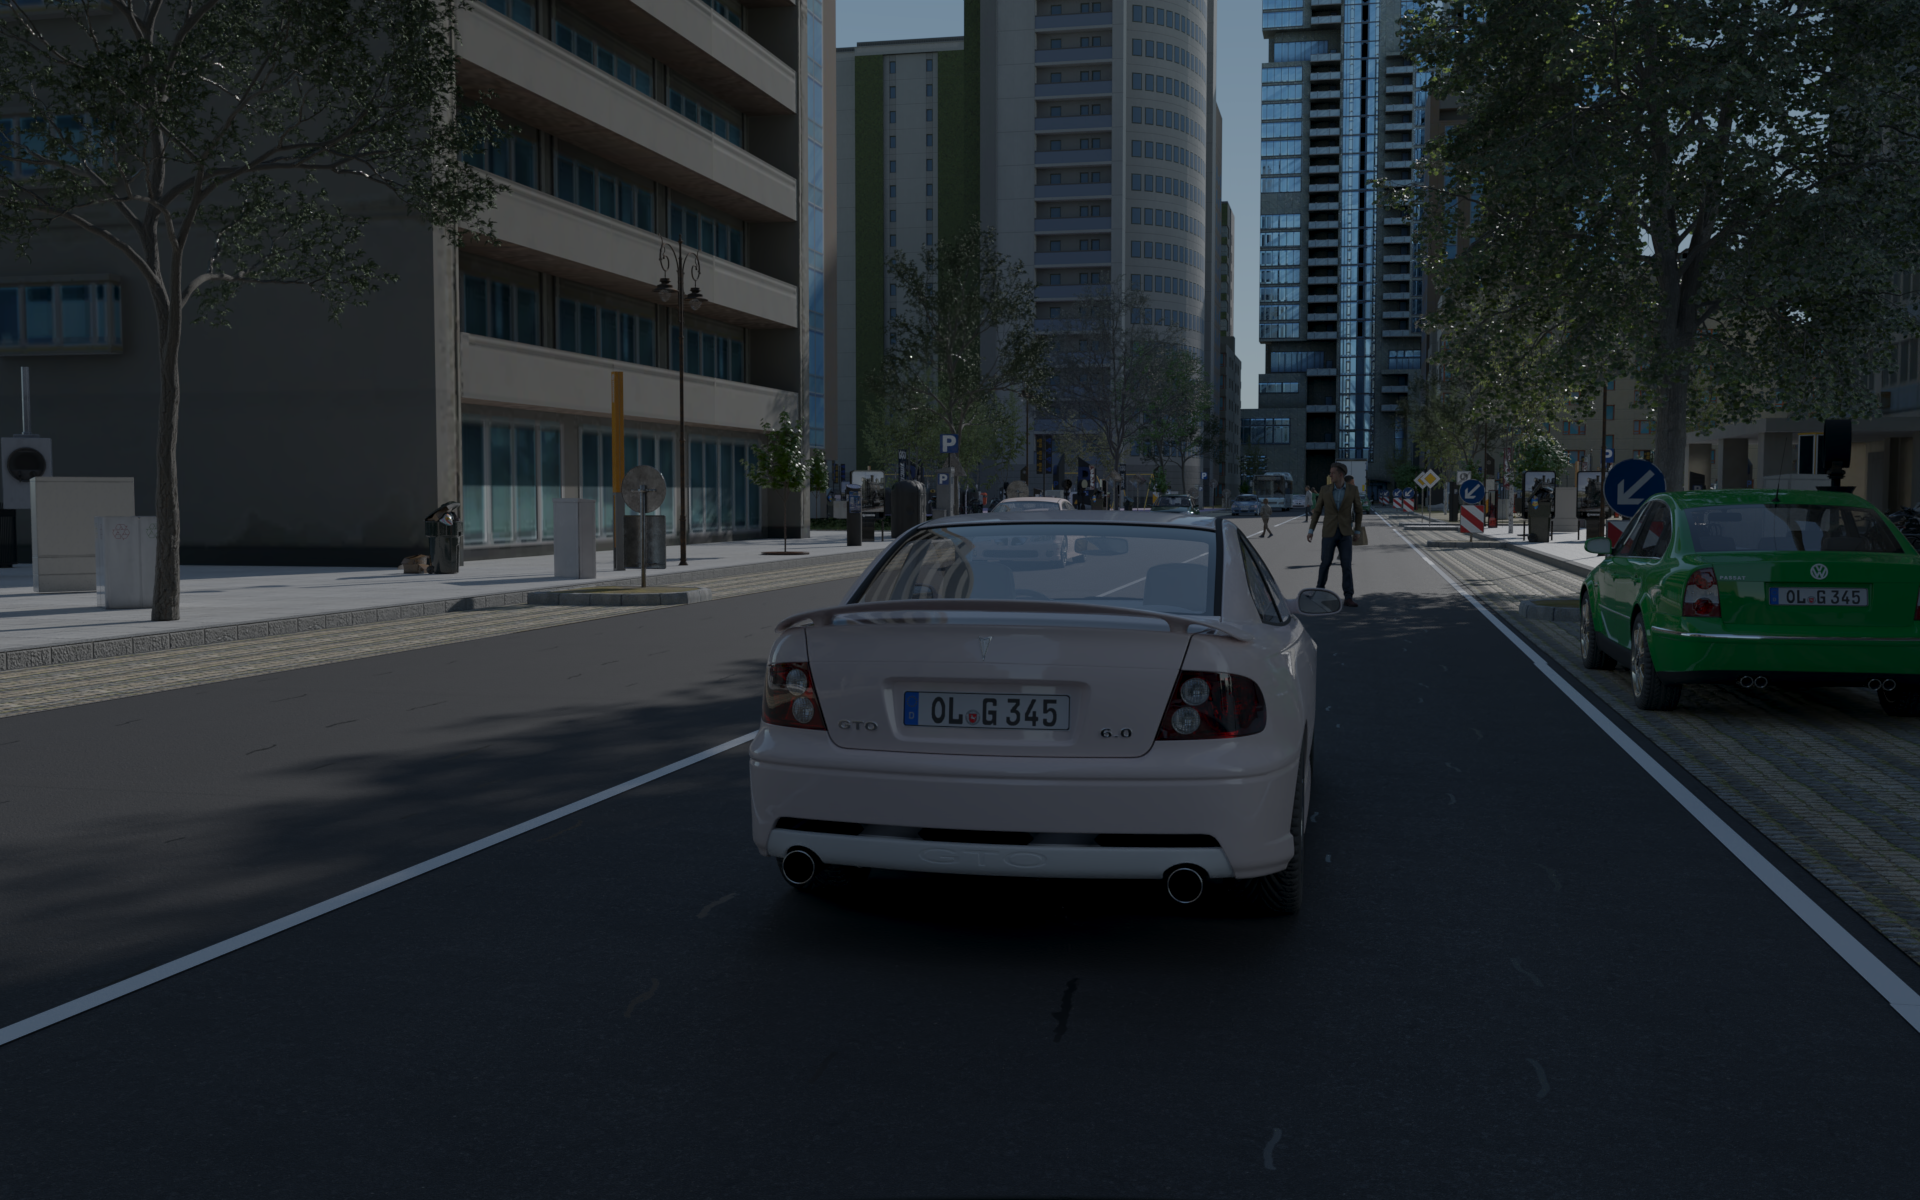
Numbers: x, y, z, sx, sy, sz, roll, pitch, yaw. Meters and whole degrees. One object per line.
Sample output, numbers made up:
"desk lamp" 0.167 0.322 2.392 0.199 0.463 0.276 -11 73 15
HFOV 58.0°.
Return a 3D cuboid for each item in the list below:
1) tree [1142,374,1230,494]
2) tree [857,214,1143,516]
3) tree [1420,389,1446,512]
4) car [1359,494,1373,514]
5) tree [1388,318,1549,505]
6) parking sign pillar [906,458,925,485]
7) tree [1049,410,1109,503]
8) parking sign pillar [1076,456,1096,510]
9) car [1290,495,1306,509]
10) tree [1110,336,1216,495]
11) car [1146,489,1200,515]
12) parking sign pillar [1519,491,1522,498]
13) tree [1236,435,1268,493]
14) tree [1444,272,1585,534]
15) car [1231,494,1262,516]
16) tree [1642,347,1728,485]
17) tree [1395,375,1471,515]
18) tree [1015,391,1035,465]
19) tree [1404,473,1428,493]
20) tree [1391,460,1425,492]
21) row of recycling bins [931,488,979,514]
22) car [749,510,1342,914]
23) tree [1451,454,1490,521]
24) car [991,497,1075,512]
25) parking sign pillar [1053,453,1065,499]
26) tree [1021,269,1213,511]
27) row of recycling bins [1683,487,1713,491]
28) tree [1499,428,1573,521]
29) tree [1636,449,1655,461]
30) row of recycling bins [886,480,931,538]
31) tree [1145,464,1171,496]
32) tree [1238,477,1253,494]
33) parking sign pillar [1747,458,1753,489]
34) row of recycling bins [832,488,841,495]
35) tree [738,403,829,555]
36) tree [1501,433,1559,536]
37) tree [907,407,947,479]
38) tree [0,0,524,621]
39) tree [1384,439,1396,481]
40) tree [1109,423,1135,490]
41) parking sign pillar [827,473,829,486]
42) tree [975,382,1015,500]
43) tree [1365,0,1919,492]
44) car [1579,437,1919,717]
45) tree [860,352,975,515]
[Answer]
"tree" 15.701 -11.532 122.967 7.601 10.594 8.767 1 4 17
"tree" 0.113 -7.497 56.988 7.601 10.594 8.767 -3 4 -36
"tree" 33.956 -10.398 120.369 4.360 8.622 3.978 0 3 0
"car" 28.256 -6.812 123.172 2.131 1.459 4.920 1 4 14
"tree" 27.134 -9.675 92.604 8.767 10.594 7.601 1 4 17
"parking sign pillar" -3.366 -8.762 131.737 1.447 3.967 1.447 1 4 22
"tree" 9.111 -11.680 141.338 4.360 8.622 3.978 0 3 0
"parking sign pillar" 9.049 -8.276 123.789 1.447 3.967 1.447 1 4 17
"car" 32.336 -9.341 165.093 2.083 1.381 4.827 1 4 13
"tree" 13.380 -11.568 114.888 9.928 11.665 9.643 0 3 0
"car" 8.234 -3.474 66.580 2.009 1.686 4.222 1 4 13
"parking sign pillar" 46.832 -9.451 142.994 1.447 3.967 1.447 0 4 2
"tree" 35.550 -15.898 210.300 4.737 8.622 4.395 0 3 0
"tree" 18.162 -6.465 56.069 4.360 8.622 3.978 0 3 0
"car" 19.084 -6.311 115.193 2.014 1.417 4.499 1 4 14
"tree" 35.470 -8.191 84.289 4.737 8.622 4.395 0 3 0
"tree" 29.722 -9.559 106.654 4.737 8.622 4.395 0 3 0
"tree" 2.908 -9.976 113.475 4.737 8.622 4.395 0 3 0
"tree" 41.445 -9.951 157.299 1.663 3.219 1.824 0 3 0
"tree" 43.225 -11.199 166.815 4.285 4.588 4.351 0 3 0
"row of recycling bins" -0.540 -6.311 110.290 3.534 1.692 1.069 0 4 8
"car" 0.572 0.301 7.433 2.083 1.381 4.827 1 4 12
"tree" 24.381 -5.402 82.921 1.663 3.219 1.824 0 3 0
"car" 1.454 -1.398 35.216 2.083 1.381 4.827 1 4 12
"parking sign pillar" 6.482 -7.656 113.655 1.447 3.967 1.447 1 4 20
"tree" 8.481 -11.238 94.107 12.009 13.543 11.850 0 3 0
"row of recycling bins" 39.745 -5.279 93.422 1.069 1.692 3.534 3 5 45
"tree" 27.812 -6.109 83.597 4.285 4.588 4.351 0 3 0
"tree" 48.016 -8.316 119.682 4.285 4.588 4.351 0 3 0
"row of recycling bins" -1.522 -2.735 51.838 1.069 1.692 3.534 0 4 1
"tree" 12.678 -6.987 108.843 1.663 3.219 1.824 0 3 0
"tree" 33.146 -12.670 201.751 1.663 3.219 1.824 0 3 0
"parking sign pillar" 49.135 -7.340 108.476 1.447 3.967 1.447 0 4 1
"row of recycling bins" -10.067 -9.092 155.768 1.069 1.692 3.534 3 5 40
"tree" -3.634 -2.580 36.779 1.663 3.219 1.824 0 3 0
"tree" 17.588 -3.564 52.868 1.663 3.219 1.824 0 3 0
"tree" -1.881 -11.689 141.471 4.360 8.622 3.978 0 3 0
"tree" -7.829 -5.083 17.521 8.767 10.594 7.601 3 5 41
"tree" 56.894 -16.750 224.224 4.737 8.622 4.395 0 3 0
"tree" 12.610 -12.090 148.041 4.360 8.622 3.978 0 3 0
"parking sign pillar" -11.007 -9.083 136.972 1.447 3.967 1.447 -1 4 -14
"tree" 0.144 -9.470 105.194 4.737 8.622 4.395 0 3 0
"tree" 11.495 -7.392 27.522 9.857 13.997 8.962 0 3 0
"car" 5.644 -0.231 12.572 1.959 1.807 4.718 1 4 13
"tree" -2.518 -8.417 87.979 4.737 8.622 4.395 0 3 0
